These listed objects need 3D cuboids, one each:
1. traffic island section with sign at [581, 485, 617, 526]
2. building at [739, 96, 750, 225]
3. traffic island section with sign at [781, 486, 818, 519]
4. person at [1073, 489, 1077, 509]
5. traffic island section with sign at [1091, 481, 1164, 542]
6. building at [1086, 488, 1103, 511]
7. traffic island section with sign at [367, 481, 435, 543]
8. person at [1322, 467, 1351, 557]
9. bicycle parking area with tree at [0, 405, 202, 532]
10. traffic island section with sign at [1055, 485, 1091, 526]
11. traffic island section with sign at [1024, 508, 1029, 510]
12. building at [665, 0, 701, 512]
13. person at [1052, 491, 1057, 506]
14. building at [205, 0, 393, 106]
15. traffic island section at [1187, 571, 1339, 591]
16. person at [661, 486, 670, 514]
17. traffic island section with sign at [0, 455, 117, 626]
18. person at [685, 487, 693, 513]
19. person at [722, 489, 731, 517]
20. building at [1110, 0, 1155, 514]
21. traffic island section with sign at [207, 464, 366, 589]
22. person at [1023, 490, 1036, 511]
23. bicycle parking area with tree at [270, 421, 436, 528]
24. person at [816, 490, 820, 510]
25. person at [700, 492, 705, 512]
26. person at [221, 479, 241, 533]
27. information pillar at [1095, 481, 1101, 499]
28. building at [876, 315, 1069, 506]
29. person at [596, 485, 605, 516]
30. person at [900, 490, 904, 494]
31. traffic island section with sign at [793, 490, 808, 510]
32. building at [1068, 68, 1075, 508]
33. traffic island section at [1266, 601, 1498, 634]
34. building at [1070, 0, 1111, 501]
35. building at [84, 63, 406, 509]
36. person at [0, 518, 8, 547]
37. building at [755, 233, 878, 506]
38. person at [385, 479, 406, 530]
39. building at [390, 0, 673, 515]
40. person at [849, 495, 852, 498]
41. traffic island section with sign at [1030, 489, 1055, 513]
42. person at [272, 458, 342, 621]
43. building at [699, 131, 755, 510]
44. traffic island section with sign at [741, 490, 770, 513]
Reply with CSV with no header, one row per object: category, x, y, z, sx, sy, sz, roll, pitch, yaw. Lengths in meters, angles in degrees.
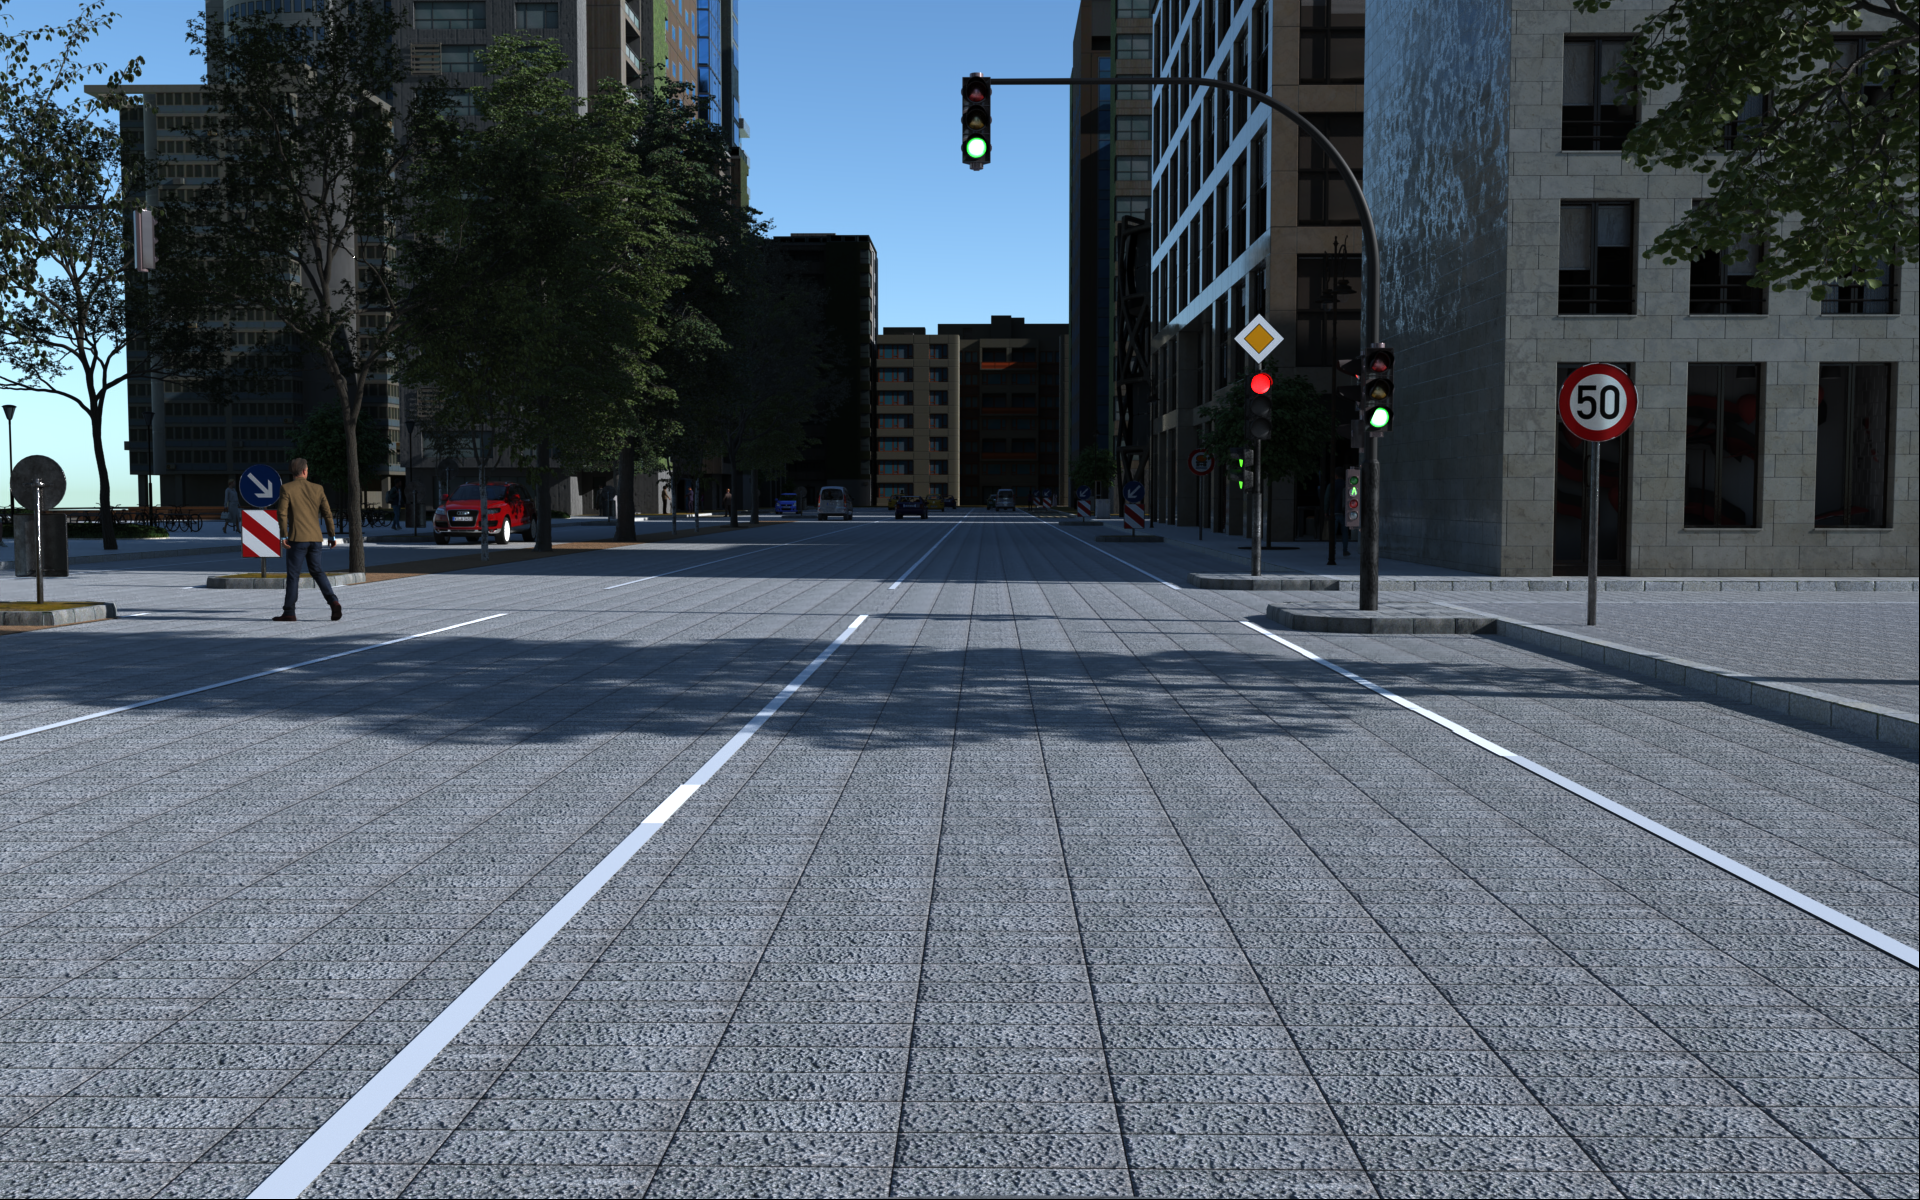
traffic island section with sign,-16.098,-4.311,79.114,1.989,1.847,2.006,0,4,1
building,-39.181,-35.403,198.440,30.456,49.044,23.786,0,4,1
traffic island section with sign,-9.431,-5.753,102.200,2.006,1.907,1.989,0,4,1
person,9.687,-8.473,144.581,0.705,1.823,1.348,-1,4,-15
traffic island section with sign,5.088,-2.675,52.368,1.989,1.847,2.006,0,4,1
building,26.446,-27.188,136.401,32.217,40.220,23.993,0,4,1
traffic island section with sign,-16.544,-2.663,52.162,1.989,1.847,2.006,0,4,1
person,7.515,-1.744,34.545,0.794,1.824,0.713,2,4,24
bicycle parking area with tree,-29.543,-4.356,58.225,9.016,4.147,8.231,3,5,40
traffic island section with sign,5.524,-4.324,79.320,1.989,1.847,2.006,0,4,1
traffic island section with sign,6.792,-9.039,156.419,1.989,1.847,2.006,0,4,1
building,-26.706,-28.954,123.514,14.600,45.320,14.200,0,4,1
person,9.933,-10.491,180.689,0.621,1.740,0.551,1,4,11
building,-69.269,-40.069,197.124,28.212,58.520,21.231,0,4,1
traffic island section,4.664,-0.298,27.160,2.009,0.180,2.903,0,4,1
person,-18.808,-6.390,110.532,0.705,1.823,1.348,-2,4,-29
traffic island section with sign,-10.785,-0.705,19.666,2.006,1.907,1.989,0,4,1
person,-18.197,-6.709,116.185,0.568,1.767,0.683,0,4,5
person,-14.619,-6.095,108.713,0.434,1.755,0.990,3,4,38
building,16.971,-26.466,116.310,14.154,41.232,14.086,0,4,1
traffic island section with sign,-10.654,-1.158,27.072,2.006,1.907,1.989,0,4,1
person,5.914,-8.422,146.879,1.217,1.739,0.721,-2,4,-25
bicycle parking area with tree,-23.853,-5.038,69.381,8.231,4.147,9.016,3,4,38
person,-13.006,-9.165,158.487,0.705,1.807,1.348,0,4,-2
person,-18.455,-6.992,123.582,0.599,1.433,0.991,0,4,-3
person,-23.756,-3.065,56.514,0.624,1.780,0.694,2,4,25
information pillar,7.583,-5.538,95.031,0.304,2.012,0.304,0,4,-1
building,5.599,-21.805,201.556,28.899,21.520,27.650,0,4,1
person,-20.679,-5.753,100.060,0.622,1.834,0.822,-2,4,-34
person,-5.877,-10.291,176.382,1.348,1.869,0.705,-2,4,-30
traffic island section with sign,-14.823,-9.073,156.965,1.989,1.847,2.006,0,4,1
building,17.626,-29.731,169.696,14.154,41.232,14.086,0,4,1
traffic island section,4.533,0.190,19.176,2.009,0.180,2.903,0,4,1
building,17.317,-30.908,155.458,14.600,45.320,14.200,0,4,1
building,-61.849,-28.768,162.238,23.993,40.220,32.217,0,4,1
person,-23.530,-2.140,42.038,0.522,1.701,0.512,1,4,13
building,-16.477,-25.873,194.732,14.107,30.474,14.160,0,4,1
person,-19.774,-3.360,60.963,0.713,1.824,0.794,2,4,28
building,-26.567,-26.038,109.310,14.154,41.232,14.086,0,4,1
person,-10.799,-9.532,163.972,1.348,1.869,0.705,1,4,12
traffic island section with sign,6.339,-7.356,128.901,1.989,1.847,2.006,0,4,1
person,-7.355,-0.681,19.544,0.836,1.842,0.656,1,4,12
building,-24.712,-22.411,138.115,14.160,30.474,14.107,0,4,1
traffic island section with sign,-15.269,-7.402,129.651,1.989,1.847,2.006,0,4,1
